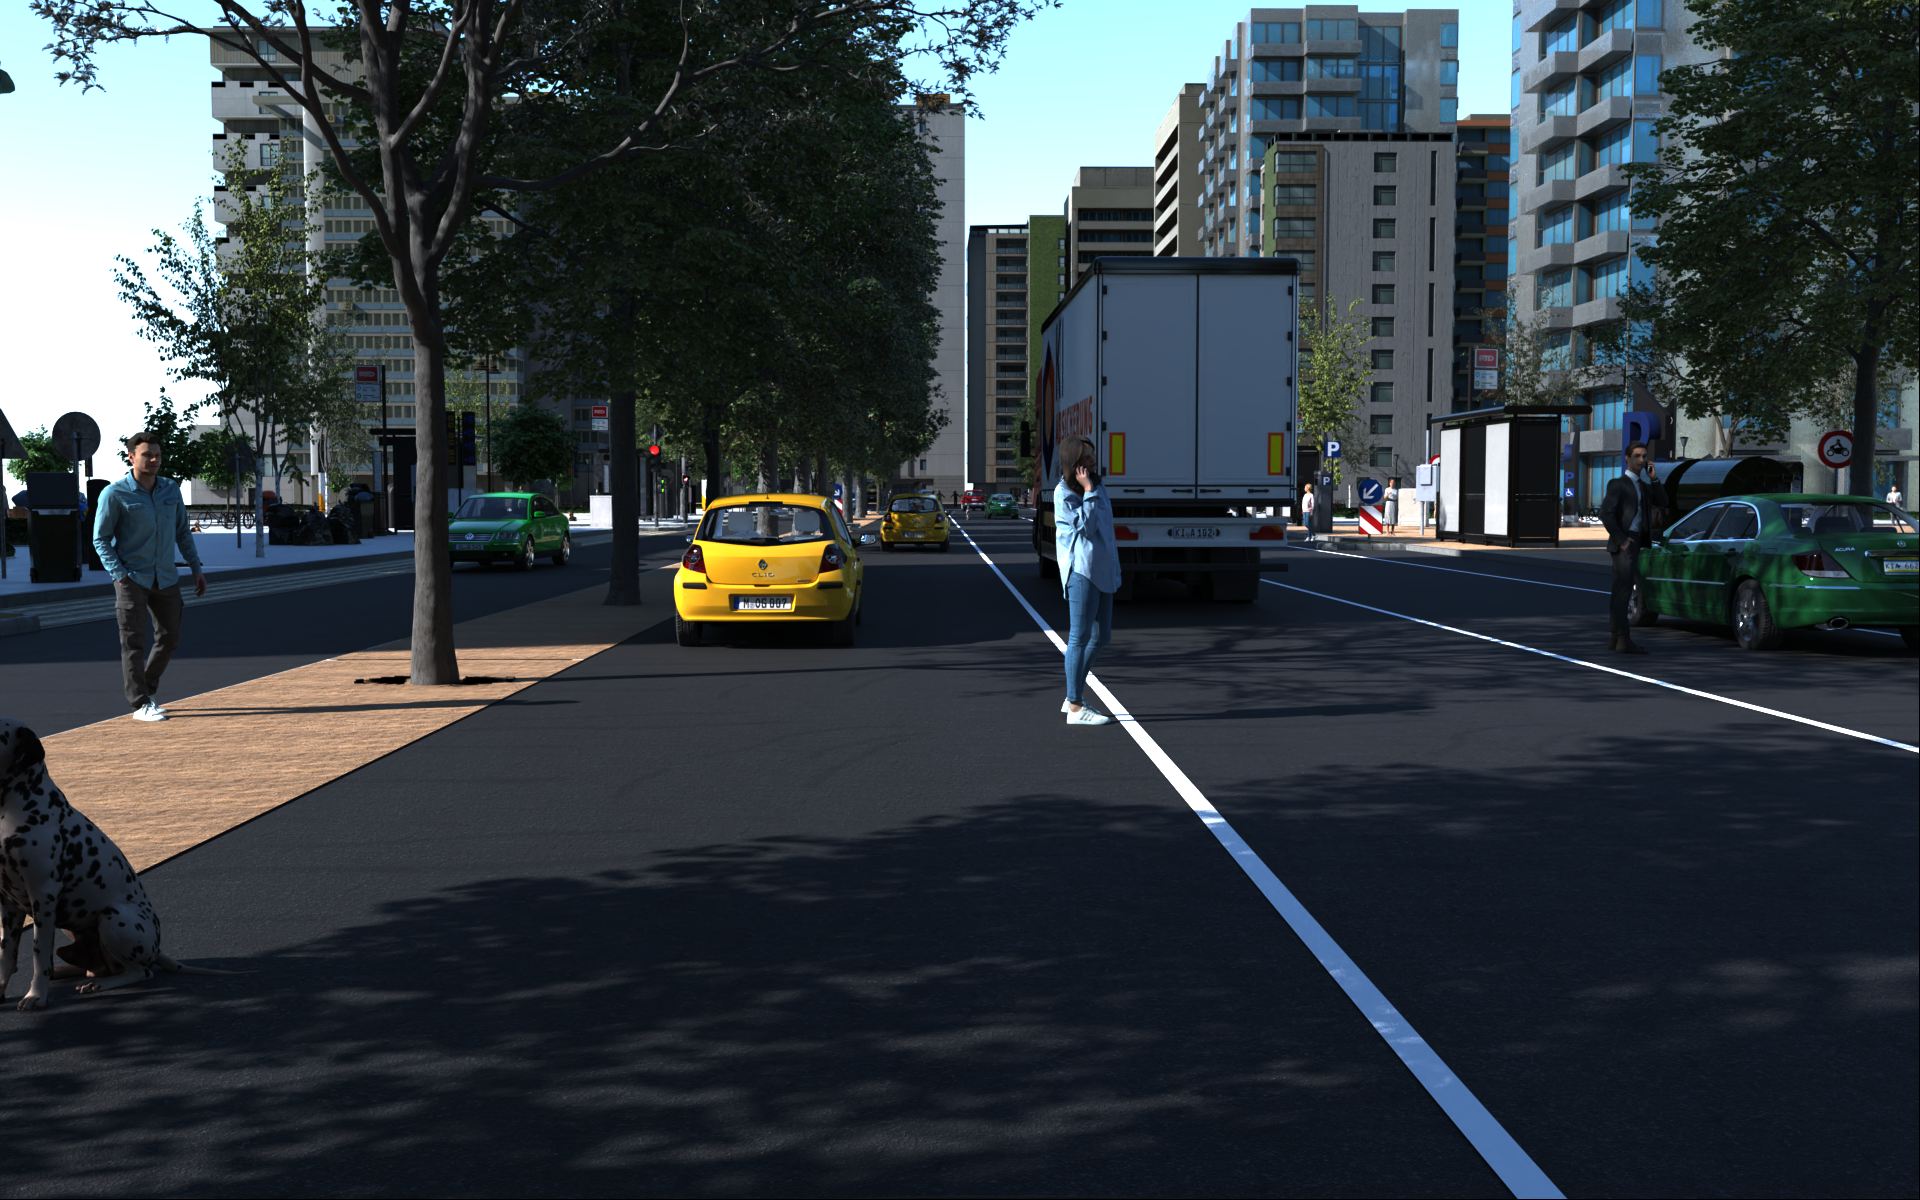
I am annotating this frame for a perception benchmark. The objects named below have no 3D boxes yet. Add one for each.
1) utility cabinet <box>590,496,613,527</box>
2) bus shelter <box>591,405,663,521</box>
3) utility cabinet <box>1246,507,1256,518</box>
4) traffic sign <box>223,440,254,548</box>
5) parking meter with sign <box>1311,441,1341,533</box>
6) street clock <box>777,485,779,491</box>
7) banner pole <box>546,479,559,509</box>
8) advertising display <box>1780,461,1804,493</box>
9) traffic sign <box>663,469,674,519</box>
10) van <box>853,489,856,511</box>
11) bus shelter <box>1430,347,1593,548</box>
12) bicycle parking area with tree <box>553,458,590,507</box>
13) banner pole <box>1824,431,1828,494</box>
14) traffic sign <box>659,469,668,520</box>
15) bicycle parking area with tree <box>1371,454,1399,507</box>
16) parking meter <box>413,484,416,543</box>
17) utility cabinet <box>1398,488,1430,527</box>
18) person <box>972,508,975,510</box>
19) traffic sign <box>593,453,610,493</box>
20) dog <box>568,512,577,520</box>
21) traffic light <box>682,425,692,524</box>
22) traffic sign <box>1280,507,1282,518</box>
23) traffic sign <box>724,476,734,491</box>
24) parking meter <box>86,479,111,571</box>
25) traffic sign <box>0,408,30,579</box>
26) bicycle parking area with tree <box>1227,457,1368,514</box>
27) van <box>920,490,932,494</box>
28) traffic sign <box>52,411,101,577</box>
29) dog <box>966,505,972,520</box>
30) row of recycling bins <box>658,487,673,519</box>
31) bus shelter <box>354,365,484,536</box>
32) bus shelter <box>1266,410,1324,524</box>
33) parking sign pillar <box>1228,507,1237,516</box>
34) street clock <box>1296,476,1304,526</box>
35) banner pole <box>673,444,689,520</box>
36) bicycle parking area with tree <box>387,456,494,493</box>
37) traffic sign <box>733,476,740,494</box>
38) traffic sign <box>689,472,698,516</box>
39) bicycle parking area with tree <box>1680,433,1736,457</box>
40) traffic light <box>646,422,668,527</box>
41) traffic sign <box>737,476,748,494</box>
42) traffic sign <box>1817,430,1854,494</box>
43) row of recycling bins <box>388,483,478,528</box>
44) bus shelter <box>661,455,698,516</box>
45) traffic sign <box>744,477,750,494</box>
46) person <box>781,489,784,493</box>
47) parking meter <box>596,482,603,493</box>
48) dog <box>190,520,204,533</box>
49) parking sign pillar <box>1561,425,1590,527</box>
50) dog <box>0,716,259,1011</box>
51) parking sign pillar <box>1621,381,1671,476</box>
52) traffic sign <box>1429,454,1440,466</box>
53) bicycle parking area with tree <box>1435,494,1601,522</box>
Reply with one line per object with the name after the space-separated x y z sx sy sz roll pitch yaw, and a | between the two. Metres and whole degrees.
-13.906 -3.445 67.483 1.020 1.237 0.306 1 4 22 | utility cabinet
-15.654 -6.334 81.201 2.179 5.291 8.768 0 4 -1 | bus shelter
13.908 -4.629 84.367 0.318 1.500 1.173 -2 4 -35 | utility cabinet
-17.089 -2.501 40.995 0.768 2.556 0.104 0 4 6 | traffic sign
12.057 -3.741 57.425 0.543 3.016 1.738 0 4 -7 | parking meter with sign
-14.688 -8.155 137.911 0.358 2.002 0.471 3 5 41 | street clock
-18.435 -5.398 78.281 0.863 3.779 0.401 -1 4 -14 | banner pole
16.120 -1.776 34.253 0.974 1.923 0.123 1 4 23 | advertising display
-14.903 -5.368 87.873 0.768 2.556 0.104 0 4 2 | traffic sign
-9.526 -8.578 147.257 2.013 2.044 4.112 0 4 0 | van
13.780 -4.128 45.128 2.179 5.291 8.768 0 4 -1 | bus shelter
-31.402 -9.406 140.787 9.016 4.147 8.231 -2 4 -29 | bicycle parking area with tree
34.403 -4.821 68.833 0.401 3.779 0.863 2 4 30 | banner pole
-14.960 -5.289 86.586 0.768 2.556 0.104 0 4 3 | traffic sign
29.064 -8.406 124.437 8.231 4.147 9.016 0 4 -2 | bicycle parking area with tree
-14.225 -2.281 45.706 0.372 1.533 0.369 0 3 0 | parking meter
17.670 -3.595 67.458 1.173 1.500 0.318 3 5 42 | utility cabinet
1.253 -8.893 154.036 0.705 1.807 1.348 -2 4 -25 | person
-17.219 -5.675 86.667 2.265 3.308 0.079 0 4 3 | traffic sign
-19.228 -4.155 85.671 0.550 0.427 0.748 -1 4 -15 | dog
-9.849 -6.162 75.418 4.771 5.953 1.251 0 4 -1 | traffic light
12.575 -4.147 67.804 0.884 2.594 0.081 1 4 8 | traffic sign
-16.237 -7.413 121.206 0.884 2.594 0.081 0 4 6 | traffic sign
-14.479 -1.269 29.153 0.372 1.533 0.369 0 3 0 | parking meter
-14.515 -1.604 26.225 0.884 2.594 0.081 0 4 4 | traffic sign
21.425 -7.787 114.314 9.016 4.147 8.231 2 4 24 | bicycle parking area with tree
-3.534 -10.841 184.264 2.013 2.044 4.112 0 4 -2 | van
-13.614 -1.626 26.694 0.768 2.556 0.104 0 4 2 | traffic sign
0.373 -4.858 96.269 0.513 0.831 0.800 3 4 38 | dog
-16.823 -5.162 91.506 3.534 1.692 1.069 1 4 12 | row of recycling bins
-17.751 -4.827 56.560 2.179 5.291 8.768 0 4 -1 | bus shelter
15.101 -6.199 78.990 2.179 5.291 8.768 0 4 -1 | bus shelter
12.870 -5.633 80.571 1.447 3.967 1.447 0 4 -6 | parking sign pillar
13.476 -3.922 68.688 0.358 2.002 0.471 0 4 5 | street clock
-14.015 -5.941 87.152 0.863 3.779 0.401 -2 4 -25 | banner pole
-34.914 -8.121 119.777 8.231 4.147 9.016 1 4 18 | bicycle parking area with tree
-15.709 -7.544 123.344 0.884 2.594 0.081 0 3 0 | traffic sign
-15.918 -6.250 102.197 0.884 2.594 0.081 0 4 2 | traffic sign
36.123 -5.945 84.208 9.016 4.147 8.231 1 4 12 | bicycle parking area with tree
-11.803 -4.798 67.364 0.839 4.253 0.868 0 4 -1 | traffic light
-15.306 -7.449 121.889 0.768 2.556 0.104 0 4 1 | traffic sign
17.447 -2.104 34.502 0.768 2.556 0.104 0 4 8 | traffic sign
-19.971 -3.570 65.488 3.534 1.692 1.069 0 4 -6 | row of recycling bins
-17.043 -7.007 105.846 1.731 3.624 6.357 0 4 -1 | bus shelter
-15.236 -7.479 122.383 0.768 2.556 0.104 1 4 8 | traffic sign
-16.265 -9.237 157.780 1.217 1.735 0.721 -2 4 -25 | person
-17.781 -4.874 85.394 0.255 1.863 0.399 -2 4 -27 | parking meter
-25.442 -2.450 57.788 0.550 0.427 0.748 -1 4 -9 | dog
23.732 -4.816 67.208 1.447 3.967 1.447 2 4 26 | parking sign pillar
-2.459 0.723 5.011 0.800 0.831 0.513 -1 4 -22 | dog
16.057 -3.187 40.581 1.447 3.967 1.447 -1 4 -12 | parking sign pillar
15.182 -3.345 54.805 0.768 2.556 0.104 0 4 6 | traffic sign
27.506 -5.904 83.526 9.016 4.147 8.231 1 4 16 | bicycle parking area with tree
